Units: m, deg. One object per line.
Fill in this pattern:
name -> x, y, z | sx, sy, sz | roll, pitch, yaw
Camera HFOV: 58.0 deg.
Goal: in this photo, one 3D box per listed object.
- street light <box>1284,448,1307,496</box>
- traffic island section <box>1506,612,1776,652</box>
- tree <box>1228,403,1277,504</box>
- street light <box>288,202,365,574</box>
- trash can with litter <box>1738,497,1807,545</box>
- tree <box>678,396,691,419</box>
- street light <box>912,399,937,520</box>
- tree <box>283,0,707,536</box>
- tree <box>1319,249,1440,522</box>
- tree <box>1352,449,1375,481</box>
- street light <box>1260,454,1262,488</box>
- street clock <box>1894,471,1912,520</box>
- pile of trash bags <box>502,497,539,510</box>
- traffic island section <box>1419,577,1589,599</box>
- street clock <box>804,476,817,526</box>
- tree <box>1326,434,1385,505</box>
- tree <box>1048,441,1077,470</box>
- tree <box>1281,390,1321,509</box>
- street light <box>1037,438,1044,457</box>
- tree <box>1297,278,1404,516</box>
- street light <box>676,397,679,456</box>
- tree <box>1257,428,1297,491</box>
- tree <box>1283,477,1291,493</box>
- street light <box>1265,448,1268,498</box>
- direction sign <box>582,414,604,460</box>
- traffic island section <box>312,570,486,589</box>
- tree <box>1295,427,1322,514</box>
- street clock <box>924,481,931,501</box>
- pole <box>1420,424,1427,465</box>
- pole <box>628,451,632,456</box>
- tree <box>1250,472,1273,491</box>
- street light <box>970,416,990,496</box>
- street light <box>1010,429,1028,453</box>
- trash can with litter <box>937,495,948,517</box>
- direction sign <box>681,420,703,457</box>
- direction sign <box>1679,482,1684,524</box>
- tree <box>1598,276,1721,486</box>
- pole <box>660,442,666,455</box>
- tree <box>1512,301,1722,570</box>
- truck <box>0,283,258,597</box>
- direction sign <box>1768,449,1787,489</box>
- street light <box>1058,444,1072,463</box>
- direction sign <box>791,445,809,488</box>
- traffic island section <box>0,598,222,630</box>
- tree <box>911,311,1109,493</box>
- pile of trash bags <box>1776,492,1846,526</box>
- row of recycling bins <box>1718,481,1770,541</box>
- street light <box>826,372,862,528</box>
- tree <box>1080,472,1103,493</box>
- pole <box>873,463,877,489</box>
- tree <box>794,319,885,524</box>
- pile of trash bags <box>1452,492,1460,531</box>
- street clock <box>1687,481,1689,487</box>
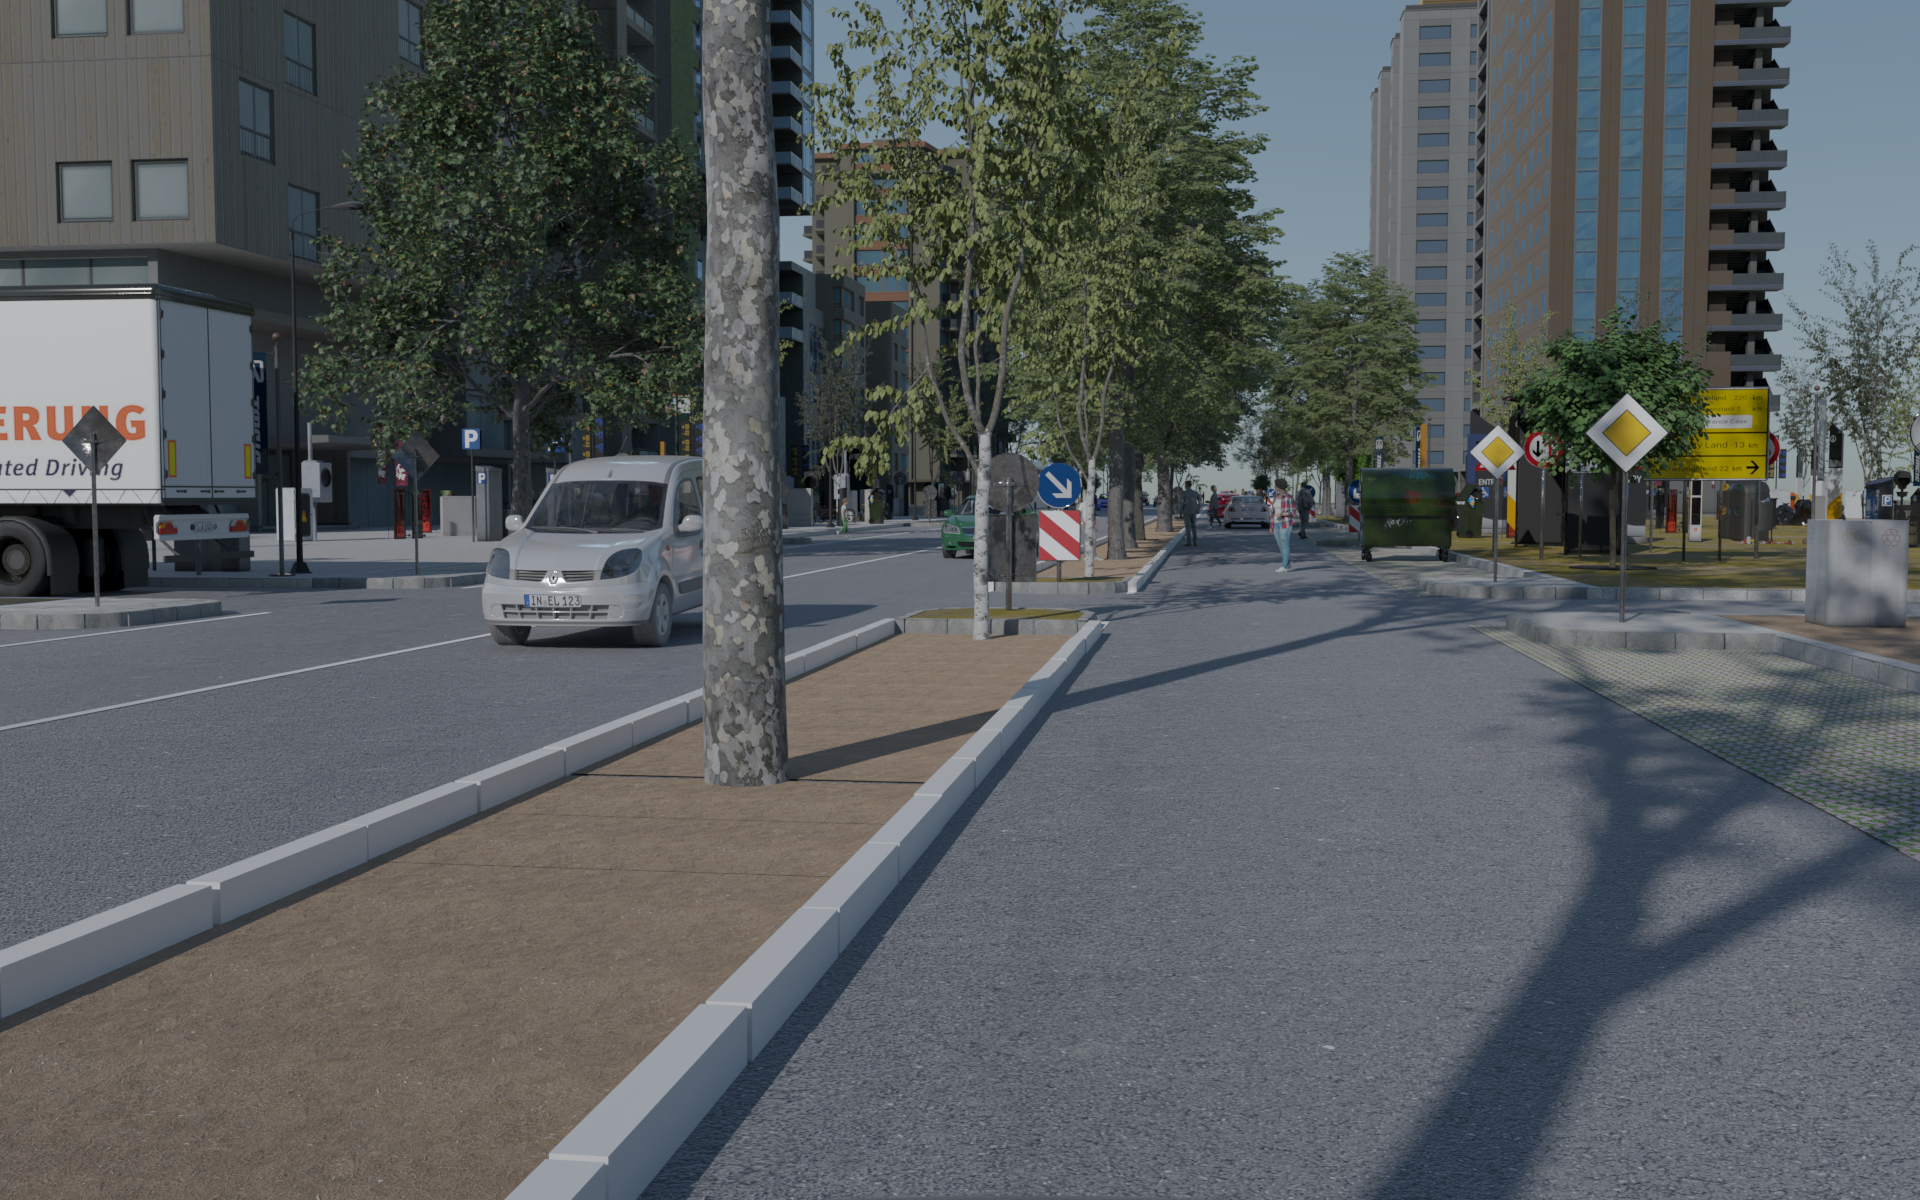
street light -> 23.143, -8.920, 118.388 | 1.470, 5.913, 1.316 | 1, 4, 8
traffic island section -> 6.641, 0.303, 17.329 | 2.009, 0.180, 2.903 | 1, 4, 8
tree -> 39.684, -19.203, 224.335 | 12.009, 13.543, 11.850 | 0, 3, 0
street light -> -10.143, -3.377, 27.757 | 1.470, 5.913, 1.316 | 1, 4, 8
trash can with litter -> 20.977, -2.036, 44.353 | 2.233, 1.210, 1.678 | 1, 4, 10
tree -> -7.381, -6.472, 56.186 | 4.737, 8.622, 4.395 | 0, 3, 0
street light -> -1.664, -6.869, 84.845 | 1.470, 5.913, 1.316 | 1, 4, 8
tree -> -9.249, -7.317, 36.643 | 9.611, 12.733, 9.660 | 0, 3, 0
tree -> 18.565, -9.945, 80.728 | 7.486, 12.596, 7.792 | 0, 3, 0
tree -> 17.091, -4.822, 73.435 | 1.663, 3.219, 1.824 | 0, 3, 0
street light -> 35.173, -13.877, 199.421 | 1.470, 5.913, 1.316 | 1, 4, 8
street clock -> 29.335, -3.020, 53.947 | 0.471, 2.002, 0.358 | 0, 4, -7
pile of trash bags -> -15.871, -3.450, 66.159 | 3.447, 1.369, 1.912 | -2, 4, -31
traffic island section -> 7.814, -0.180, 25.228 | 2.009, 0.180, 2.903 | 1, 4, 8
street clock -> -5.962, -3.954, 69.211 | 0.471, 2.002, 0.358 | 2, 4, 28
tree -> 20.133, -6.360, 87.707 | 4.285, 4.588, 4.351 | 0, 3, 0
tree -> 10.558, -13.918, 177.914 | 4.360, 8.622, 3.978 | 0, 3, 0
tree -> 28.407, -12.857, 144.627 | 7.601, 10.594, 8.767 | 1, 4, 19
street light -> 6.867, -10.348, 141.733 | 1.470, 5.913, 1.316 | 1, 4, 8
tree -> 21.609, -11.923, 101.595 | 9.857, 13.997, 8.962 | 0, 3, 0
street light -> -7.190, -4.568, 47.222 | 1.470, 5.913, 1.316 | 1, 4, 8
tree -> 31.382, -13.450, 170.266 | 4.360, 8.622, 3.978 | 0, 3, 0
tree -> 35.711, -11.998, 190.773 | 1.663, 3.219, 1.824 | 0, 3, 0
street light -> 31.533, -12.381, 174.967 | 1.470, 5.913, 1.316 | 1, 4, 8
direction sign -> -10.413, -3.499, 49.201 | 0.876, 3.537, 0.379 | 2, 4, 35
traffic island section -> -8.696, -0.330, 27.677 | 2.009, 0.180, 2.903 | 1, 4, 8
tree -> 23.248, -9.869, 111.717 | 4.737, 8.622, 4.395 | 0, 3, 0
street clock -> -1.820, -5.782, 99.104 | 0.471, 2.002, 0.358 | -1, 4, -13
pole -> 13.548, -3.476, 50.676 | 0.158, 3.312, 0.155 | 0, 3, 0
pole -> -15.707, -5.417, 82.412 | 0.158, 3.312, 0.155 | 0, 3, 0
tree -> 42.879, -16.031, 245.816 | 4.285, 4.588, 4.351 | 0, 3, 0
street light -> 1.183, -8.016, 103.603 | 1.470, 5.913, 1.316 | 1, 4, 8
street light -> 4.092, -9.198, 122.923 | 1.470, 5.913, 1.316 | 1, 4, 8
trash can with litter -> -1.377, -5.193, 95.970 | 2.233, 1.210, 1.678 | -1, 4, -15
direction sign -> -8.209, -3.748, 53.279 | 0.876, 3.537, 0.379 | 2, 4, 30
direction sign -> 31.105, -5.038, 74.371 | 0.379, 3.537, 0.876 | 3, 4, 38
tree -> 23.618, -6.673, 59.463 | 4.360, 8.622, 3.978 | 0, 3, 0
pole -> -11.545, -4.501, 67.434 | 0.158, 3.312, 0.155 | 0, 3, 0
tree -> 11.252, -2.818, 29.786 | 4.285, 4.588, 4.351 | 0, 3, 0
truck -> -16.027, -2.206, 24.986 | 11.283, 4.237, 2.839 | 0, 4, 8
direction sign -> 40.962, -5.806, 86.928 | 0.876, 3.537, 0.379 | 1, 4, 21
street light -> 9.711, -11.541, 161.232 | 1.470, 5.913, 1.316 | 1, 4, 8
direction sign -> -7.374, -5.375, 79.879 | 0.876, 3.537, 0.379 | 1, 4, 16
traffic island section -> -9.869, 0.153, 19.778 | 2.009, 0.180, 2.903 | 1, 4, 8
tree -> 1.570, -12.455, 114.004 | 12.009, 13.543, 11.850 | 0, 3, 0
pile of trash bags -> 33.743, -3.701, 70.265 | 3.447, 1.369, 1.912 | -1, 4, -16
row of recycling bins -> 21.934, -2.525, 48.396 | 1.069, 1.692, 3.534 | 1, 4, 16
street light -> -4.409, -5.718, 66.031 | 1.470, 5.913, 1.316 | 1, 4, 8
tree -> 16.151, -14.228, 216.343 | 4.285, 4.588, 4.351 | 0, 3, 0
pole -> -4.877, -6.451, 99.320 | 0.158, 3.312, 0.155 | 0, 3, 0
tree -> -5.168, -7.522, 73.341 | 4.360, 8.622, 3.978 | 0, 3, 0
pile of trash bags -> 17.096, -3.083, 60.166 | 3.447, 1.369, 1.912 | 0, 4, 0
street clock -> 28.715, -3.878, 67.970 | 0.471, 2.002, 0.358 | -2, 4, -27
